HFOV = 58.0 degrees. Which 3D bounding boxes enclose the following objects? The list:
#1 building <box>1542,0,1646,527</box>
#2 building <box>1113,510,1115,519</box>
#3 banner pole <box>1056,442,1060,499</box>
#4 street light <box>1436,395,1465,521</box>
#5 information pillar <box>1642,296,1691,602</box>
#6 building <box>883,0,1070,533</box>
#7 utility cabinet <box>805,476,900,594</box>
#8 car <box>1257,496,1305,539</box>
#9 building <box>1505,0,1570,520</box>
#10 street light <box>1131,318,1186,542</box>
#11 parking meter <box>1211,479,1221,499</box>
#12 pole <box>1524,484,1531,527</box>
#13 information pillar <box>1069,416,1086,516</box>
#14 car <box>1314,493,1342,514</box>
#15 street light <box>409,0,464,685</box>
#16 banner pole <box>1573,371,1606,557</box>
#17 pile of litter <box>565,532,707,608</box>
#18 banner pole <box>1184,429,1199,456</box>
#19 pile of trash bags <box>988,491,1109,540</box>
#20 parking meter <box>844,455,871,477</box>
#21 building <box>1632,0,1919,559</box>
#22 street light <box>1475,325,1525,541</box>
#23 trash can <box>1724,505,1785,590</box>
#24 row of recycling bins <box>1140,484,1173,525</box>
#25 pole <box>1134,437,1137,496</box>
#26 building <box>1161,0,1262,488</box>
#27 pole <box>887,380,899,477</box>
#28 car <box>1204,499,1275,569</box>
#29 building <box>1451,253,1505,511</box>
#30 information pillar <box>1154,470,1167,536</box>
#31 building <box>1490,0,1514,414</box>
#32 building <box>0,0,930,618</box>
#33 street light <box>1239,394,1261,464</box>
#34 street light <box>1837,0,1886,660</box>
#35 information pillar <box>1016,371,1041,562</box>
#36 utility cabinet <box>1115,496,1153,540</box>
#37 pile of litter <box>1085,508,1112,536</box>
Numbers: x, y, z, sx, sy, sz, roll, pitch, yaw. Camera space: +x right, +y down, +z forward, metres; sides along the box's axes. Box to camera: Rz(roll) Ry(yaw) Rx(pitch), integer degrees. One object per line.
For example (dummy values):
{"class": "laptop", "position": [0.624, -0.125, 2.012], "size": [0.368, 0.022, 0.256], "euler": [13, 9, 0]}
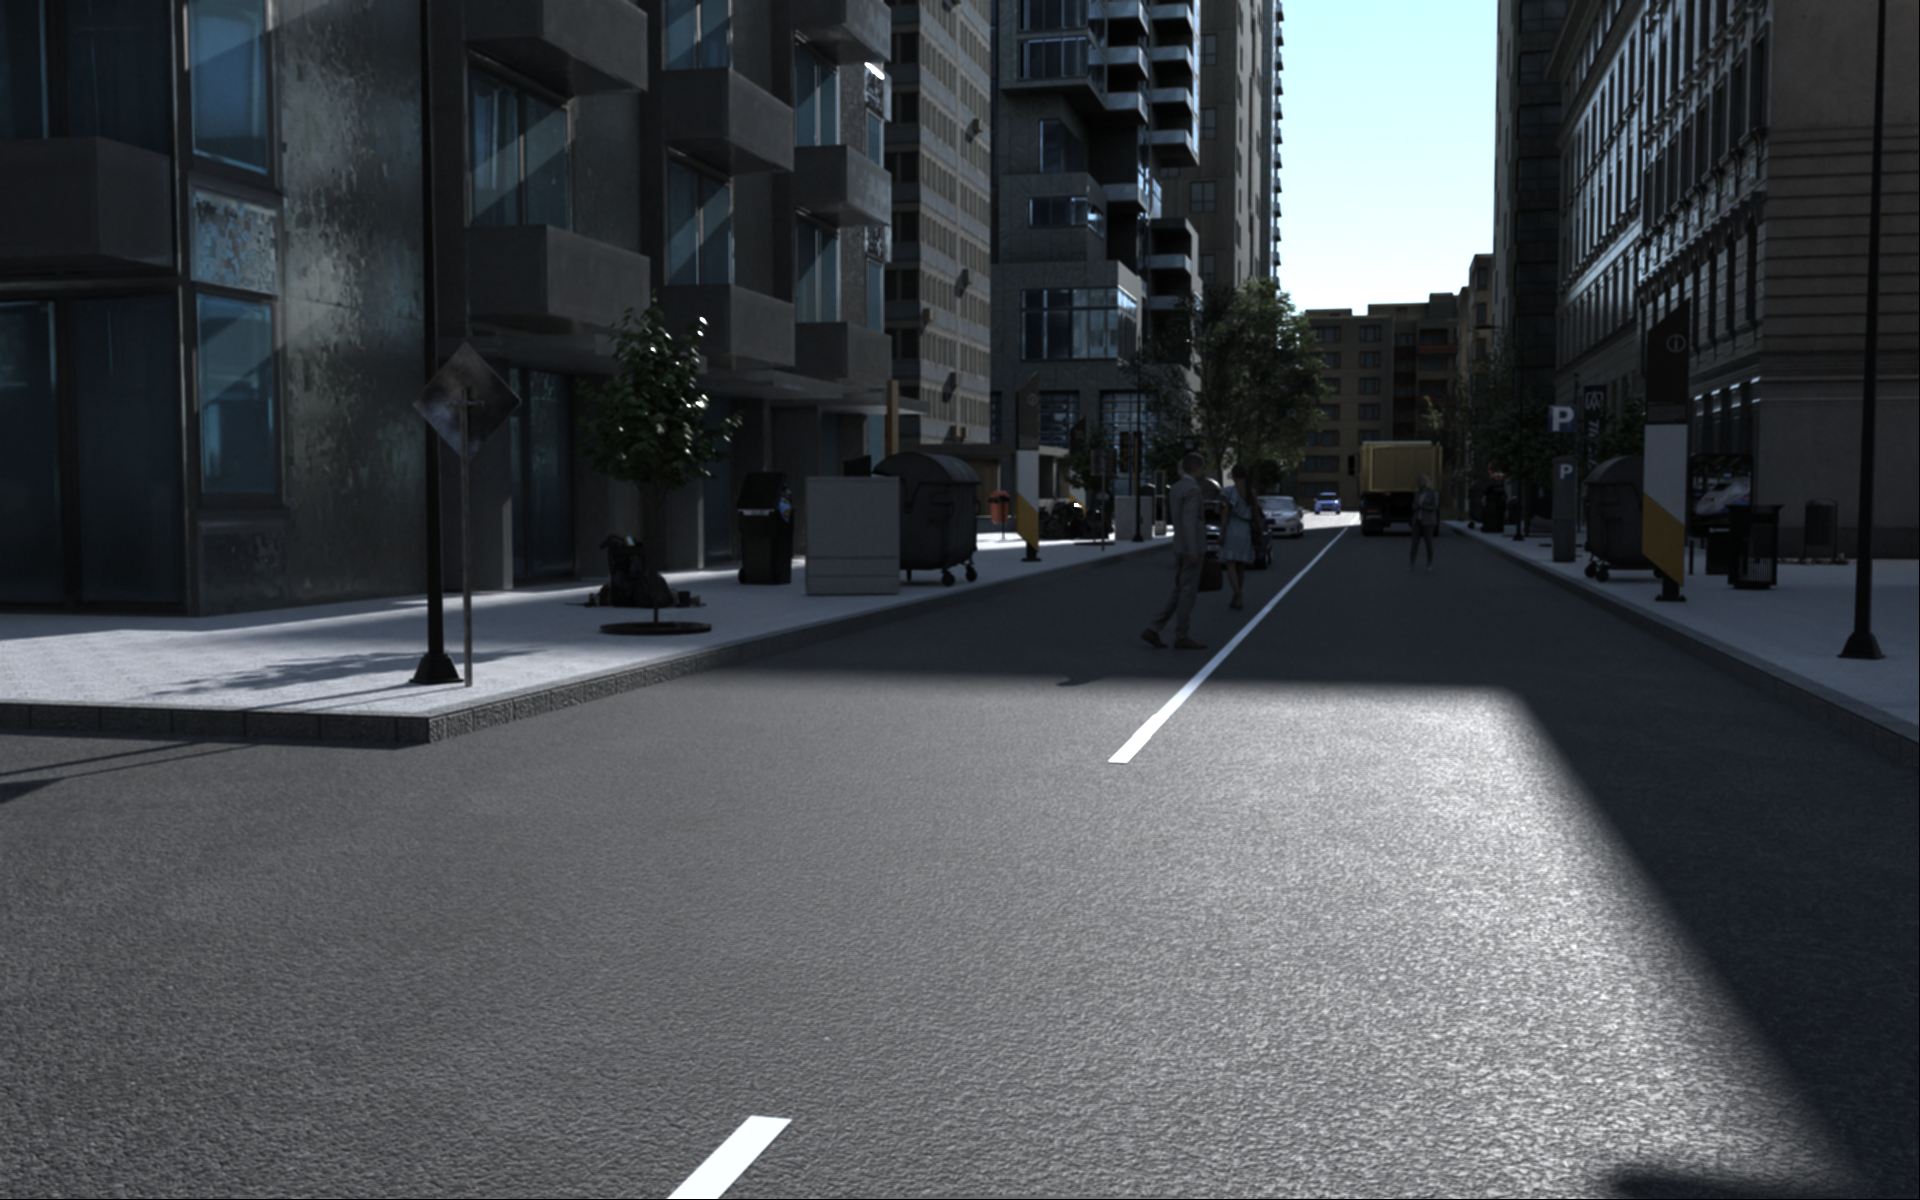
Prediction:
{"class": "building", "position": [31.280, -14.137, 64.431], "size": [16.112, 22.955, 30.059], "euler": [1, 4, 14]}
{"class": "building", "position": [3.664, -48.227, 101.187], "size": [22.319, 86.520, 31.000], "euler": [1, 4, 14]}
{"class": "banner pole", "position": [4.614, -5.726, 83.640], "size": [0.863, 3.779, 0.401], "euler": [-3, 5, -41]}
{"class": "street light", "position": [23.077, -6.664, 81.496], "size": [1.470, 5.913, 1.316], "euler": [1, 4, 14]}
{"class": "information pillar", "position": [8.439, -1.793, 20.675], "size": [0.504, 3.616, 0.183], "euler": [1, 4, 23]}
{"class": "building", "position": [-12.060, -22.944, 67.017], "size": [32.217, 40.220, 23.993], "euler": [1, 4, 14]}
{"class": "utility cabinet", "position": [-1.369, -0.814, 21.991], "size": [1.173, 1.500, 0.318], "euler": [-1, 4, -10]}
{"class": "car", "position": [10.392, -2.757, 57.439], "size": [2.083, 1.381, 4.827], "euler": [1, 4, 14]}
{"class": "building", "position": [35.555, -19.428, 89.356], "size": [14.160, 30.474, 14.107], "euler": [1, 4, 14]}
{"class": "street light", "position": [5.284, -4.494, 46.023], "size": [1.470, 5.913, 1.316], "euler": [1, 4, 14]}
{"class": "parking meter", "position": [9.776, -3.711, 66.379], "size": [0.255, 1.863, 0.399], "euler": [-3, 4, -36]}
{"class": "pole", "position": [20.945, -4.283, 63.874], "size": [0.158, 3.312, 0.155], "euler": [0, 3, 0]}
{"class": "information pillar", "position": [3.543, -3.709, 51.991], "size": [0.504, 3.616, 0.183], "euler": [1, 4, 16]}
{"class": "car", "position": [26.170, -6.950, 123.218], "size": [1.945, 1.707, 3.694], "euler": [1, 4, 14]}
{"class": "street light", "position": [-3.047, -2.383, 11.506], "size": [1.470, 5.913, 1.316], "euler": [1, 4, 14]}
{"class": "banner pole", "position": [12.710, -2.763, 35.184], "size": [0.401, 3.779, 0.863], "euler": [-3, 5, -45]}
{"class": "pile of litter", "position": [-3.739, -0.367, 19.966], "size": [1.719, 0.858, 1.176], "euler": [3, 4, 37]}
{"class": "banner pole", "position": [8.888, -4.661, 66.218], "size": [0.863, 3.779, 0.401], "euler": [-2, 4, -30]}
{"class": "pile of trash bags", "position": [2.417, -2.415, 49.231], "size": [3.447, 1.369, 1.912], "euler": [-1, 4, -23]}
{"class": "parking meter", "position": [-1.538, -1.231, 25.833], "size": [0.399, 1.863, 0.255], "euler": [-2, 4, -25]}
{"class": "building", "position": [22.545, -11.771, 41.603], "size": [9.793, 20.994, 18.267], "euler": [1, 4, 14]}
{"class": "street light", "position": [14.822, -4.588, 47.547], "size": [1.470, 5.913, 1.316], "euler": [1, 4, 14]}
{"class": "trash can", "position": [10.709, -0.718, 23.386], "size": [0.748, 1.137, 0.748], "euler": [0, 3, 0]}
{"class": "row of recycling bins", "position": [8.730, -3.998, 72.474], "size": [3.534, 1.692, 1.069], "euler": [-3, 5, -45]}
{"class": "pole", "position": [6.351, -4.182, 62.222], "size": [0.158, 3.312, 0.155], "euler": [0, 3, 0]}
{"class": "building", "position": [11.090, -33.985, 144.894], "size": [27.495, 52.752, 28.713], "euler": [1, 4, 14]}
{"class": "pole", "position": [-1.206, -2.279, 31.112], "size": [0.158, 3.312, 0.155], "euler": [0, 3, 0]}
{"class": "car", "position": [5.264, -1.327, 34.269], "size": [1.945, 1.354, 3.894], "euler": [1, 4, 12]}
{"class": "building", "position": [53.780, -17.770, 135.586], "size": [27.650, 21.520, 28.899], "euler": [1, 4, 14]}
{"class": "information pillar", "position": [6.187, -2.991, 53.394], "size": [0.304, 2.012, 0.304], "euler": [1, 4, 23]}
{"class": "building", "position": [47.878, -31.671, 107.061], "size": [28.713, 52.752, 27.495], "euler": [1, 4, 14]}
{"class": "building", "position": [-14.174, -25.167, 31.085], "size": [23.786, 49.044, 30.456], "euler": [1, 4, 14]}
{"class": "street light", "position": [13.454, -6.572, 79.992], "size": [1.470, 5.913, 1.316], "euler": [1, 4, 14]}
{"class": "street light", "position": [6.549, -2.508, 13.543], "size": [1.470, 5.913, 1.316], "euler": [1, 4, 14]}
{"class": "information pillar", "position": [1.291, -2.539, 32.870], "size": [0.504, 3.616, 0.183], "euler": [-2, 4, -31]}
{"class": "utility cabinet", "position": [4.838, -2.267, 48.221], "size": [1.020, 1.237, 0.306], "euler": [0, 4, -6]}
{"class": "pile of litter", "position": [3.829, -2.419, 53.510], "size": [1.719, 0.858, 1.176], "euler": [3, 5, 42]}
